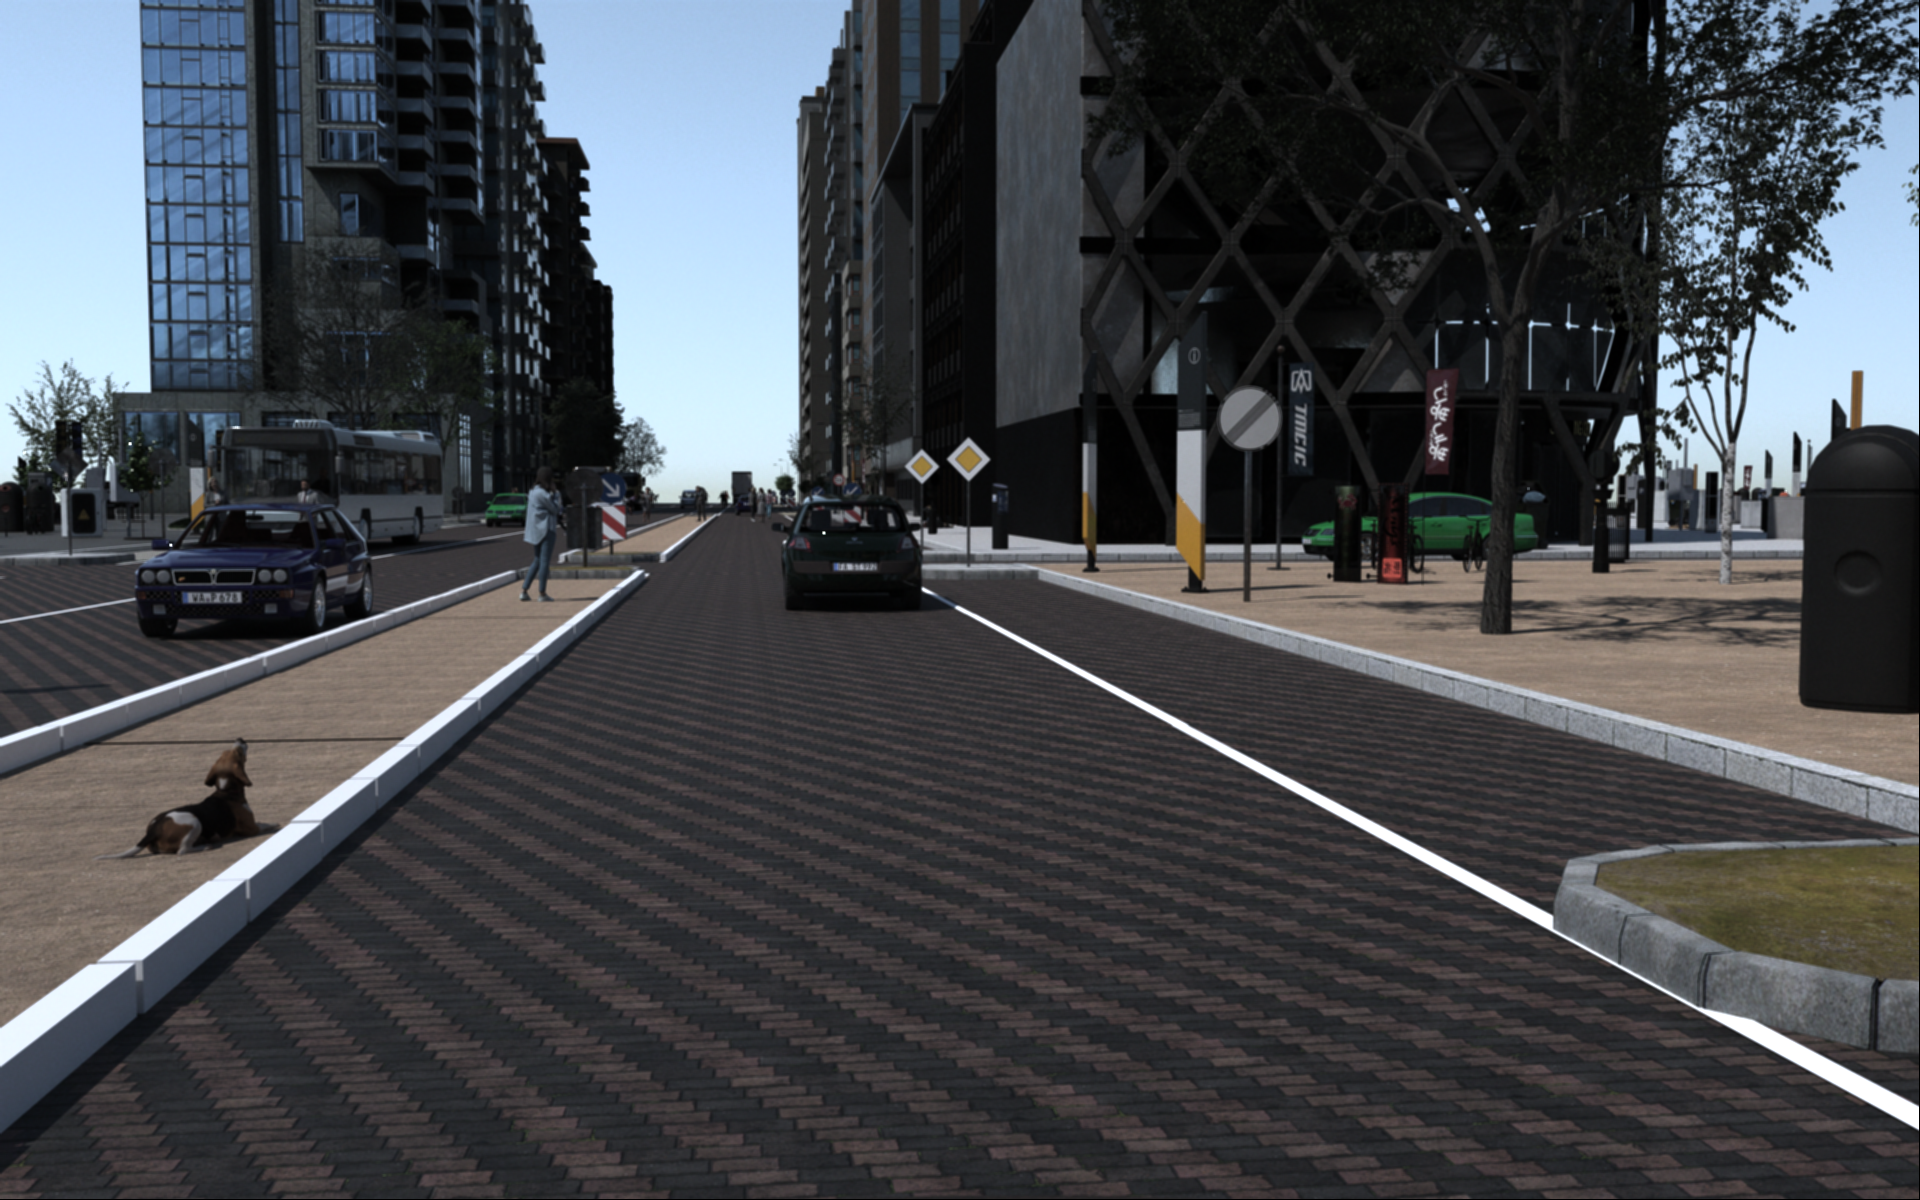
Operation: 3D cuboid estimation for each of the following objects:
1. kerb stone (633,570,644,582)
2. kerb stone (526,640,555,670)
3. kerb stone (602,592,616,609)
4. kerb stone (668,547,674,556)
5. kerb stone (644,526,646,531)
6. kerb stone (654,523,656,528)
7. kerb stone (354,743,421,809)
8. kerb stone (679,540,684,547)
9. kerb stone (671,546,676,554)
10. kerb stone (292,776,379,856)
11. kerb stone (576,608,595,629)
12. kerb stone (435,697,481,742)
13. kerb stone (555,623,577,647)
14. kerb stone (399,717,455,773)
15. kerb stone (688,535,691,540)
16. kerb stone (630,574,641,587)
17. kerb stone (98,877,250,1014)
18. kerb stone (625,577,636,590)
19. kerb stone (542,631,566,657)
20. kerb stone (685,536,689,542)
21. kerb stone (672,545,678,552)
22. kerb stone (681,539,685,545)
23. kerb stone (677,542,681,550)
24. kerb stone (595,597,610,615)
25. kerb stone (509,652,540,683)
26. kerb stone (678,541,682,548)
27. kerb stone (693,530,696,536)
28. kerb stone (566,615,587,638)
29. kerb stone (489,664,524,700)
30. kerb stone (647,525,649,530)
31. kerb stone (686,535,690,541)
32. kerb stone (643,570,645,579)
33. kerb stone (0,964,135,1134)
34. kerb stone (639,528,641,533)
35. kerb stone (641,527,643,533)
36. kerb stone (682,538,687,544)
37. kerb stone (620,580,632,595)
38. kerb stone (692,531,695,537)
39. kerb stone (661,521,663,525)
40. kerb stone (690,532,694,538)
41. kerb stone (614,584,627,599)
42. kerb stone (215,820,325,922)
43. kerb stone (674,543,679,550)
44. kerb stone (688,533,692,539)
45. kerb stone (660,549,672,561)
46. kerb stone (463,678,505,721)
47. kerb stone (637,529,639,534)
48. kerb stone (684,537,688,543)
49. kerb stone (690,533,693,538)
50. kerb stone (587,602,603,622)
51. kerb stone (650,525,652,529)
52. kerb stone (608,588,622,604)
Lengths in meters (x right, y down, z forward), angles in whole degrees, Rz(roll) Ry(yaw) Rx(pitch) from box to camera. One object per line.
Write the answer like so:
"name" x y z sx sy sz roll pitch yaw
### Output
"kerb stone" -5.175 -0.335 27.669 0.120 0.150 1.000 0 4 -7
"kerb stone" -3.517 0.475 14.437 0.120 0.150 1.000 0 4 -7
"kerb stone" -4.409 0.039 21.564 0.120 0.150 1.000 0 4 -7
"kerb stone" -6.637 -1.048 39.367 0.120 0.150 1.000 0 4 -7
"kerb stone" -11.900 -2.591 64.552 0.120 0.150 1.000 0 4 -7
"kerb stone" -12.787 -3.024 71.669 0.120 0.150 1.000 0 4 -7
"kerb stone" -2.759 0.849 8.331 0.120 0.150 1.000 0 4 -7
"kerb stone" -7.394 -1.418 45.474 0.120 0.150 1.000 0 4 -7
"kerb stone" -6.761 -1.110 40.388 0.120 0.150 1.000 0 4 -7
"kerb stone" -2.631 0.911 7.305 0.120 0.150 1.000 0 4 -7
"kerb stone" -4.035 0.226 18.521 0.120 0.150 1.000 0 4 -7
"kerb stone" -3.018 0.728 10.365 0.120 0.150 1.000 0 4 -7
"kerb stone" -3.780 0.354 16.471 0.120 0.150 1.000 0 4 -7
"kerb stone" -2.885 0.786 9.347 0.120 0.150 1.000 0 4 -7
"kerb stone" -8.162 -1.788 51.571 0.120 0.150 1.000 0 4 -7
"kerb stone" -5.044 -0.268 26.655 0.120 0.150 1.000 0 4 -7
"kerb stone" -2.371 1.036 5.259 0.120 0.150 1.000 0 4 -7
"kerb stone" -4.919 -0.210 25.634 0.120 0.150 1.000 0 4 -7
"kerb stone" -3.649 0.412 15.454 0.120 0.150 1.000 0 4 -7
"kerb stone" -7.908 -1.672 49.538 0.120 0.150 1.000 0 4 -7
"kerb stone" -6.894 -1.172 41.408 0.120 0.150 1.000 0 4 -7
"kerb stone" -7.526 -1.484 46.487 0.120 0.150 1.000 0 4 -7
"kerb stone" -7.145 -1.300 43.445 0.120 0.150 1.000 0 4 -7
"kerb stone" -4.284 0.102 20.550 0.120 0.150 1.000 0 4 -7
"kerb stone" -3.399 0.545 13.422 0.120 0.150 1.000 0 4 -7
"kerb stone" -7.269 -1.361 44.459 0.120 0.150 1.000 0 4 -7
"kerb stone" -8.792 -2.108 56.655 0.120 0.150 1.000 0 4 -7
"kerb stone" -3.901 0.287 17.497 0.120 0.150 1.000 0 4 -7
"kerb stone" -3.269 0.601 12.400 0.120 0.150 1.000 0 4 -7
"kerb stone" -12.155 -2.714 66.587 0.120 0.150 1.000 0 4 -7
"kerb stone" -8.038 -1.735 50.556 0.120 0.150 1.000 0 4 -7
"kerb stone" -5.309 -0.397 28.682 0.120 0.150 1.000 0 4 -7
"kerb stone" -2.255 1.099 4.243 0.120 0.150 1.000 0 4 -7
"kerb stone" -11.516 -2.404 61.501 0.120 0.150 1.000 0 4 -7
"kerb stone" -11.641 -2.467 62.523 0.120 0.150 1.000 0 4 -7
"kerb stone" -7.646 -1.548 47.502 0.120 0.150 1.000 0 4 -7
"kerb stone" -4.792 -0.148 24.619 0.120 0.150 1.000 0 4 -7
"kerb stone" -8.665 -2.046 55.641 0.120 0.150 1.000 0 4 -7
"kerb stone" -13.556 -3.400 77.782 0.120 0.150 1.000 0 4 -7
"kerb stone" -8.547 -1.980 54.625 0.120 0.150 1.000 0 4 -7
"kerb stone" -4.662 -0.086 23.598 0.120 0.150 1.000 0 4 -7
"kerb stone" -2.496 0.977 6.279 0.120 0.150 1.000 0 4 -7
"kerb stone" -7.029 -1.233 42.427 0.120 0.150 1.000 0 4 -7
"kerb stone" -8.293 -1.859 52.584 0.120 0.150 1.000 0 4 -7
"kerb stone" -6.505 -0.988 38.350 0.120 0.150 1.000 0 4 -7
"kerb stone" -3.140 0.661 11.386 0.120 0.150 1.000 0 4 -7
"kerb stone" -11.390 -2.341 60.475 0.120 0.150 1.000 0 4 -7
"kerb stone" -7.781 -1.607 48.515 0.120 0.150 1.000 0 4 -7
"kerb stone" -8.414 -1.921 53.611 0.120 0.150 1.000 0 4 -7
"kerb stone" -4.156 0.163 19.536 0.120 0.150 1.000 0 4 -7
"kerb stone" -12.407 -2.839 68.619 0.120 0.150 1.000 0 4 -7
"kerb stone" -4.541 -0.024 22.582 0.120 0.150 1.000 0 4 -7
